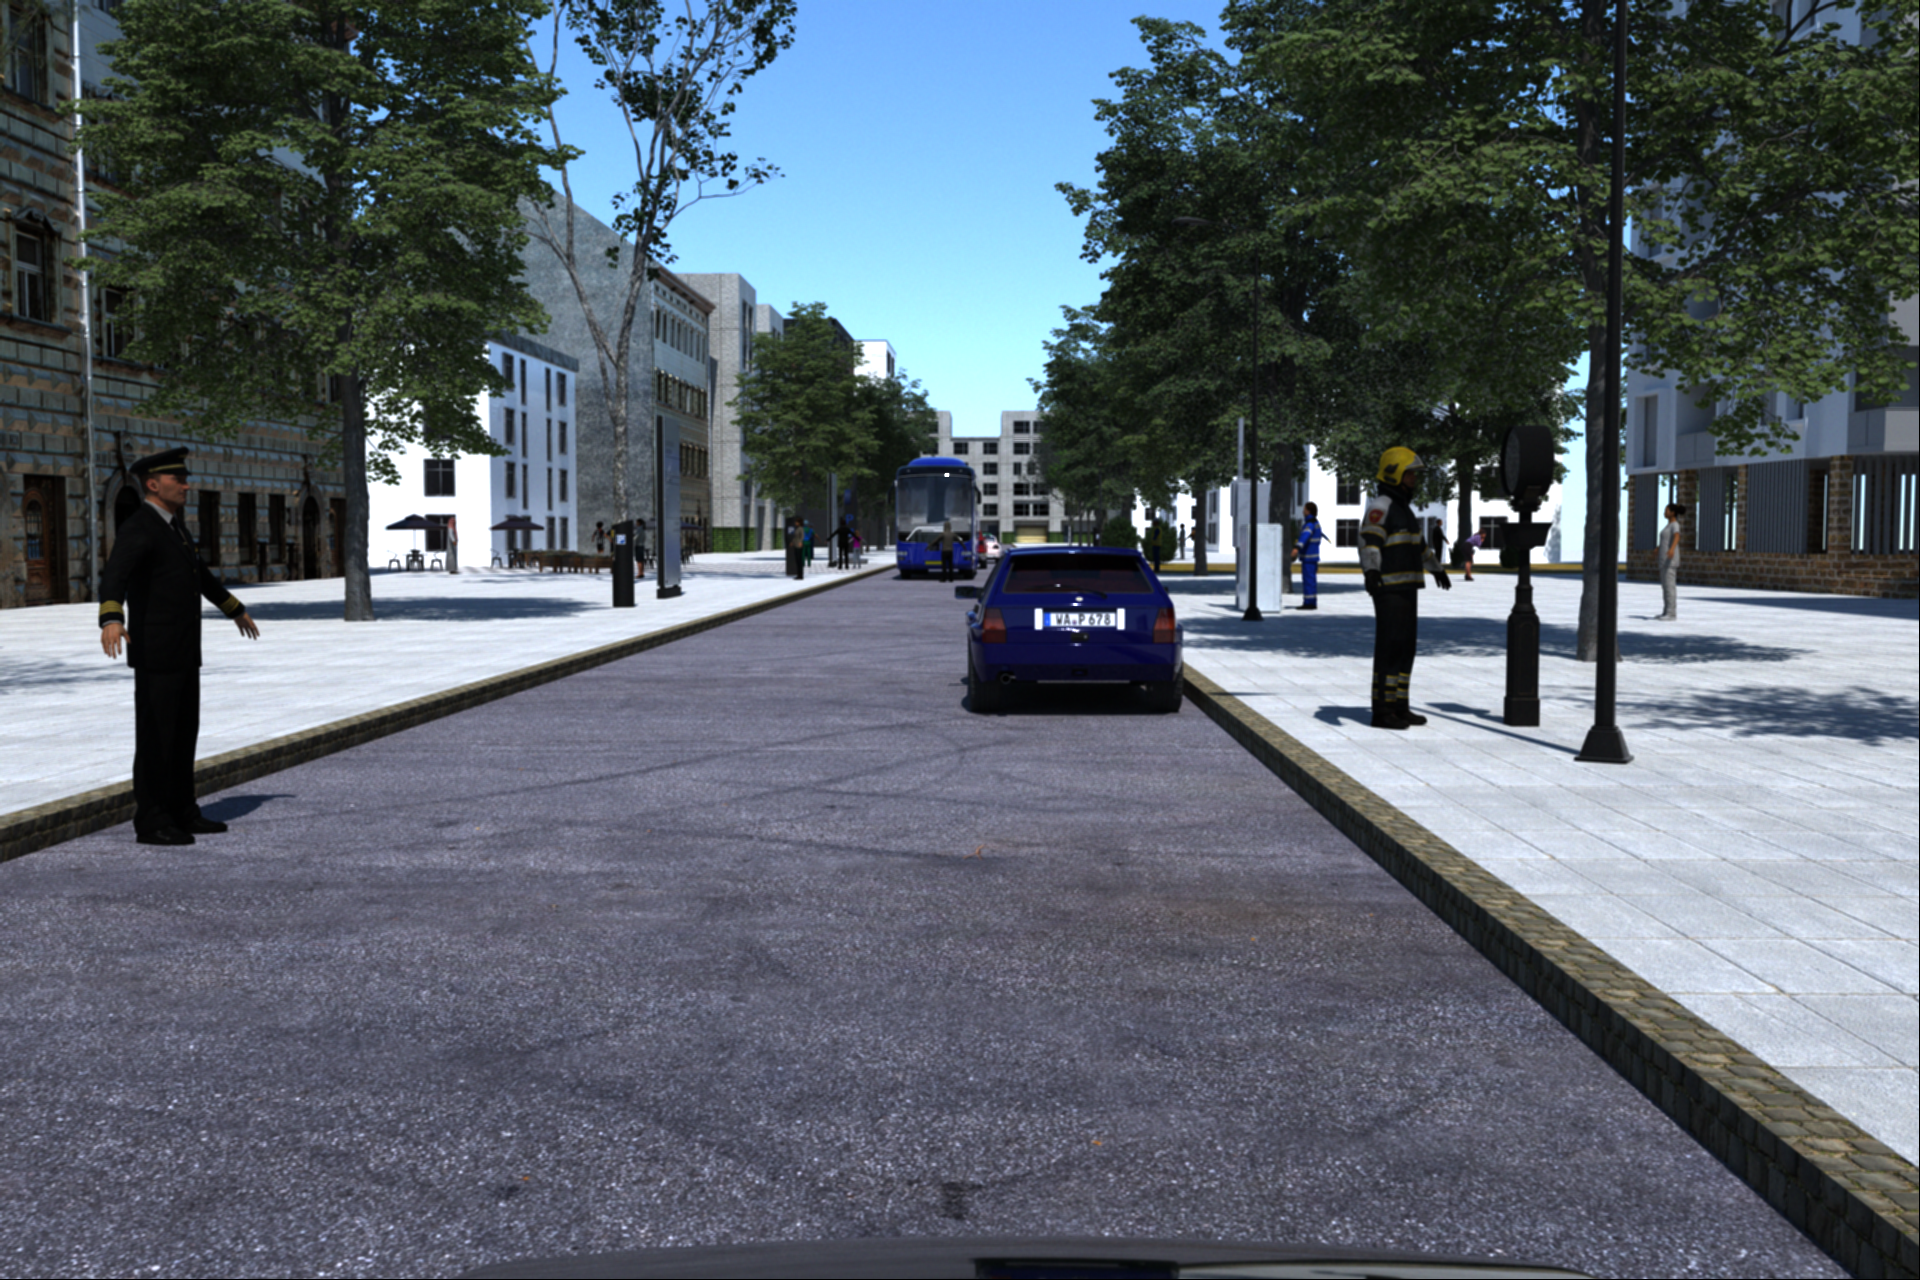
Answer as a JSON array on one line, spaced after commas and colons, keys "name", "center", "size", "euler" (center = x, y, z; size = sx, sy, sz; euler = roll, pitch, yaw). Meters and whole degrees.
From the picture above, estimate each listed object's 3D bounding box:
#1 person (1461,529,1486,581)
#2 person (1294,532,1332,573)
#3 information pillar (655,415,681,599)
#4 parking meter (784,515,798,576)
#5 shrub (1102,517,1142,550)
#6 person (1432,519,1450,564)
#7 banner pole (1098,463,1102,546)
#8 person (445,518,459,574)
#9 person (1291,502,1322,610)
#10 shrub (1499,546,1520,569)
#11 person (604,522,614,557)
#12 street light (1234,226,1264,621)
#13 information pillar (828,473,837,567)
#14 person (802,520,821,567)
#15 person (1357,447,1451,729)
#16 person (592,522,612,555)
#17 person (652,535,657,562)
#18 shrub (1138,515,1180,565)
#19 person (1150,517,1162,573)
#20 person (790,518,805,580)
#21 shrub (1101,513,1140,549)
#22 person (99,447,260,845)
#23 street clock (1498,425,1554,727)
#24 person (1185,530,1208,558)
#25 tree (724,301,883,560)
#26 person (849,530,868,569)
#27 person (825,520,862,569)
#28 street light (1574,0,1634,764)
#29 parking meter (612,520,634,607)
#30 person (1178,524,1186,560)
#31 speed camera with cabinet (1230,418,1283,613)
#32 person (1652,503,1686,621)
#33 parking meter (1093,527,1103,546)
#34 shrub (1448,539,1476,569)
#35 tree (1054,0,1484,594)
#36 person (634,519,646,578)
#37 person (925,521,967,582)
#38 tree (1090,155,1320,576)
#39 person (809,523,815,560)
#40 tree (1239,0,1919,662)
[{"name": "person", "center": [14.043, -2.332, 47.404], "size": [0.697, 1.427, 0.421], "euler": [0, 4, -7]}, {"name": "person", "center": [11.545, -3.070, 56.654], "size": [1.216, 1.772, 0.721], "euler": [1, 4, 9]}, {"name": "information pillar", "center": [-5.893, -2.672, 34.999], "size": [0.184, 3.620, 1.656], "euler": [0, 4, 2]}, {"name": "parking meter", "center": [-5.206, -2.919, 53.445], "size": [0.399, 1.863, 0.255], "euler": [0, 4, 2]}, {"name": "shrub", "center": [7.036, -4.352, 75.193], "size": [1.661, 2.075, 1.752], "euler": [0, 3, 0]}, {"name": "person", "center": [16.511, -3.269, 59.666], "size": [0.704, 1.802, 1.346], "euler": [0, 4, -6]}, {"name": "banner pole", "center": [4.932, -4.332, 60.842], "size": [0.401, 3.779, 0.863], "euler": [0, 4, 1]}, {"name": "person", "center": [-16.271, -3.026, 55.624], "size": [0.704, 1.811, 1.347], "euler": [-1, 4, -15]}, {"name": "person", "center": [5.909, -1.433, 29.409], "size": [0.704, 1.831, 1.345], "euler": [2, 4, 26]}, {"name": "shrub", "center": [20.124, -3.187, 63.218], "size": [1.383, 1.207, 1.383], "euler": [0, 3, 0]}, {"name": "person", "center": [-16.878, -4.819, 84.568], "size": [1.354, 1.856, 0.705], "euler": [1, 4, 9]}, {"name": "street light", "center": [4.887, -3.241, 25.525], "size": [1.470, 5.913, 1.316], "euler": [0, 4, 1]}, {"name": "information pillar", "center": [-4.948, -4.646, 67.278], "size": [0.184, 3.620, 1.656], "euler": [0, 4, 2]}, {"name": "person", "center": [-5.992, -3.737, 67.224], "size": [1.347, 1.817, 0.704], "euler": [-2, 4, -24]}, {"name": "person", "center": [2.921, -0.351, 11.506], "size": [0.704, 1.858, 1.351], "euler": [2, 4, 35]}, {"name": "person", "center": [-15.942, -4.327, 76.884], "size": [1.345, 1.843, 0.704], "euler": [3, 5, 39]}, {"name": "person", "center": [-13.957, -4.521, 80.050], "size": [0.704, 1.812, 1.346], "euler": [0, 4, 4]}, {"name": "shrub", "center": [8.365, -4.203, 72.757], "size": [1.661, 2.075, 1.752], "euler": [0, 3, 0]}, {"name": "person", "center": [6.473, -3.145, 57.395], "size": [0.705, 1.833, 1.349], "euler": [1, 4, 11]}, {"name": "person", "center": [-4.600, -2.568, 48.751], "size": [0.721, 1.744, 1.215], "euler": [-1, 4, -18]}, {"name": "shrub", "center": [6.040, -3.827, 66.618], "size": [1.661, 2.075, 1.752], "euler": [0, 3, 0]}, {"name": "person", "center": [-3.694, 0.017, 8.120], "size": [0.705, 1.837, 1.347], "euler": [0, 4, 3]}, {"name": "street clock", "center": [3.770, -0.428, 11.571], "size": [0.358, 2.002, 0.471], "euler": [0, 4, 2]}, {"name": "person", "center": [12.858, -5.391, 93.911], "size": [1.354, 1.858, 0.705], "euler": [-1, 4, -14]}, {"name": "tree", "center": [-7.558, -10.167, 84.363], "size": [7.486, 12.596, 7.792], "euler": [0, 3, 0]}, {"name": "person", "center": [-3.868, -3.382, 64.562], "size": [0.991, 1.433, 0.599], "euler": [-2, 4, -25]}, {"name": "person", "center": [-4.239, -3.473, 62.967], "size": [1.347, 1.806, 0.705], "euler": [-1, 4, -10]}, {"name": "street light", "center": [4.199, -2.269, 9.636], "size": [1.470, 5.913, 1.316], "euler": [0, 4, 1]}, {"name": "parking meter", "center": [-5.914, -1.345, 30.408], "size": [0.372, 1.533, 0.369], "euler": [0, 3, 0]}, {"name": "person", "center": [11.033, -4.895, 86.218], "size": [0.705, 1.806, 1.347], "euler": [0, 4, -3]}, {"name": "speed camera with cabinet", "center": [4.944, -2.111, 28.857], "size": [0.660, 3.252, 2.038], "euler": [0, 4, 2]}, {"name": "person", "center": [10.490, -1.165, 25.813], "size": [0.721, 1.739, 1.217], "euler": [1, 4, 12]}, {"name": "parking meter", "center": [5.015, -3.336, 62.958], "size": [0.372, 1.533, 0.369], "euler": [0, 3, 0]}, {"name": "shrub", "center": [18.372, -3.196, 63.373], "size": [1.383, 1.207, 1.383], "euler": [0, 3, 0]}, {"name": "tree", "center": [6.872, -7.975, 37.039], "size": [9.857, 13.997, 8.962], "euler": [0, 3, 0]}, {"name": "person", "center": [-9.352, -2.651, 50.169], "size": [0.721, 1.735, 1.217], "euler": [0, 4, 8]}, {"name": "person", "center": [-0.392, -2.631, 51.595], "size": [1.348, 1.813, 0.705], "euler": [-2, 4, -23]}, {"name": "tree", "center": [7.511, -8.184, 51.943], "size": [7.486, 12.596, 7.792], "euler": [0, 3, 0]}, {"name": "person", "center": [-7.539, -4.984, 87.338], "size": [0.705, 1.847, 1.347], "euler": [1, 4, 14]}, {"name": "tree", "center": [6.158, -6.077, 17.481], "size": [7.486, 12.596, 7.792], "euler": [0, 3, 0]}]
